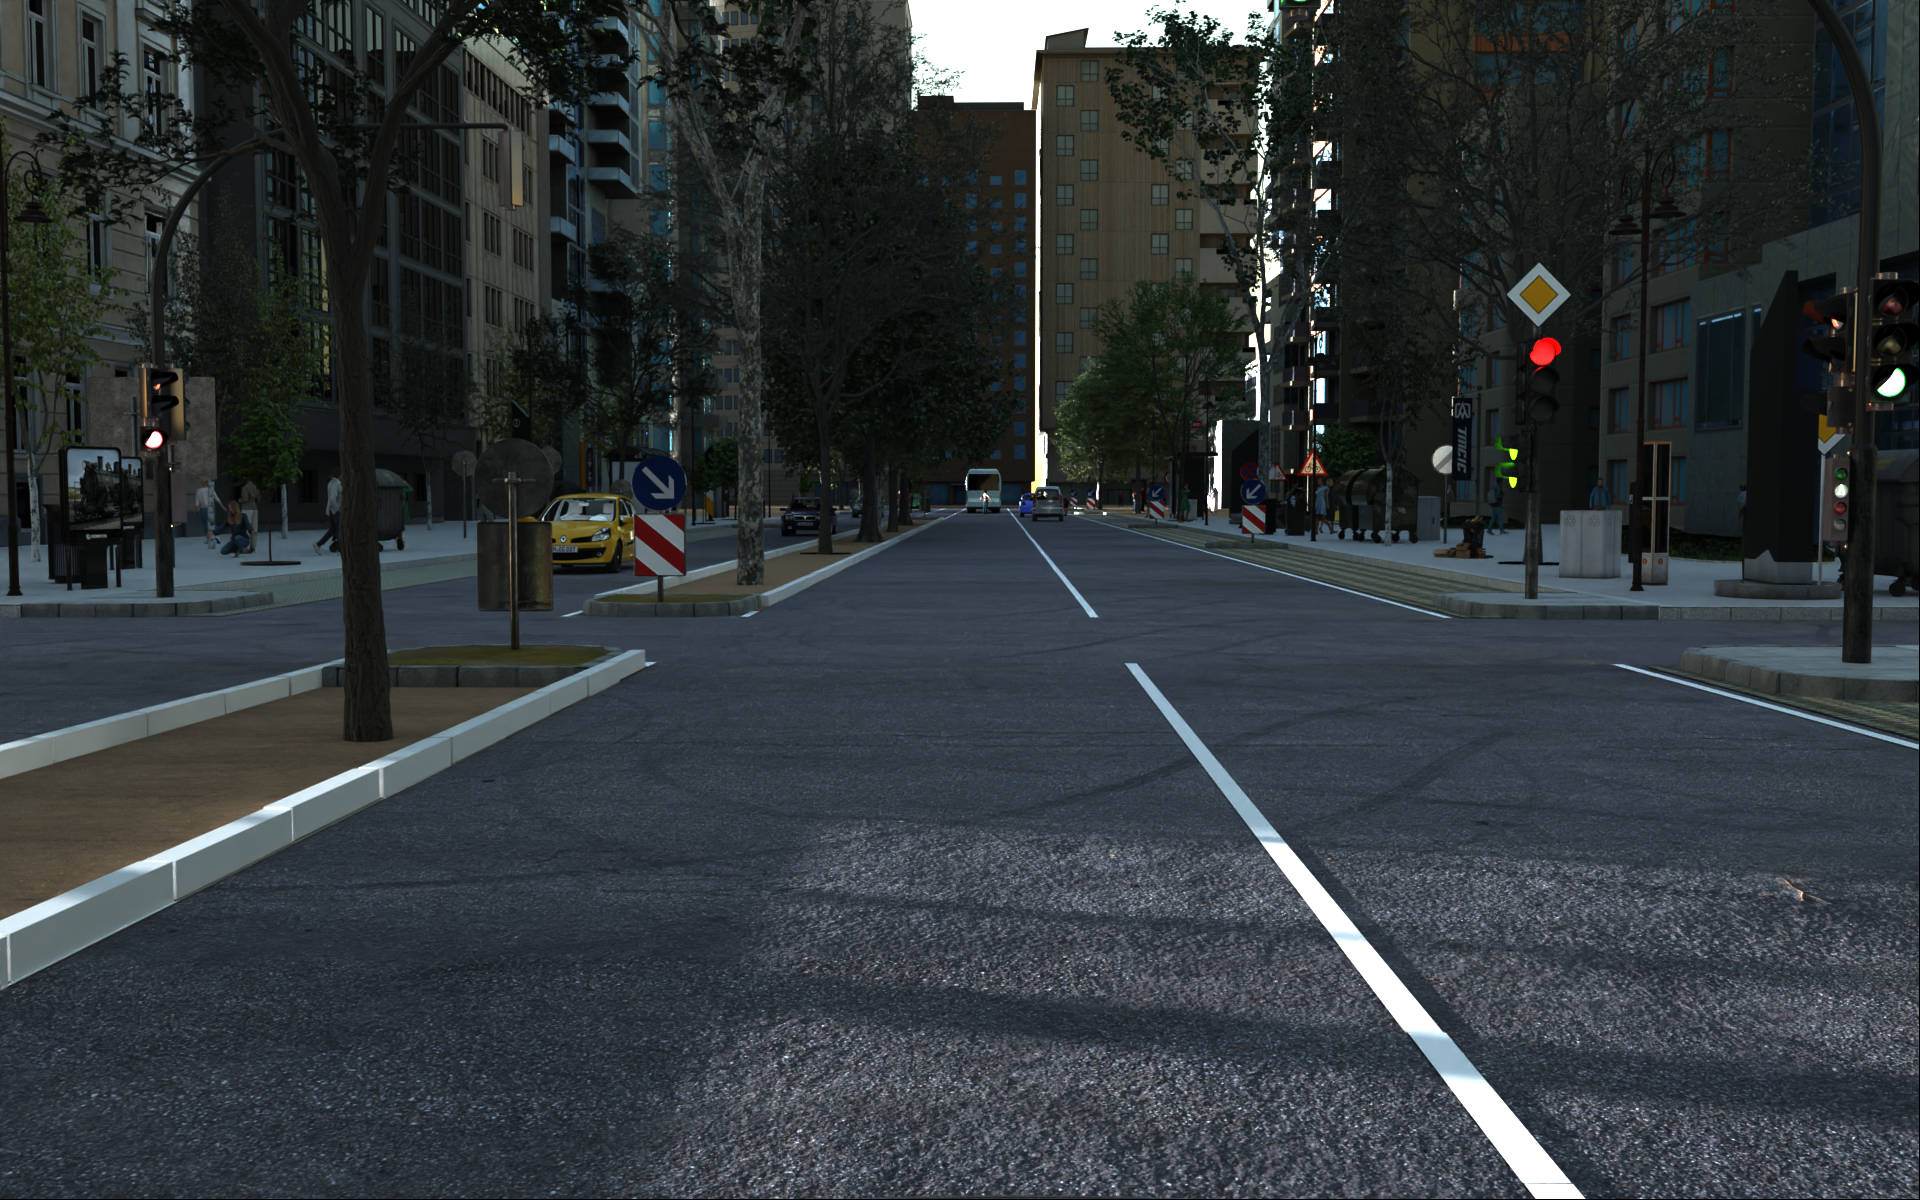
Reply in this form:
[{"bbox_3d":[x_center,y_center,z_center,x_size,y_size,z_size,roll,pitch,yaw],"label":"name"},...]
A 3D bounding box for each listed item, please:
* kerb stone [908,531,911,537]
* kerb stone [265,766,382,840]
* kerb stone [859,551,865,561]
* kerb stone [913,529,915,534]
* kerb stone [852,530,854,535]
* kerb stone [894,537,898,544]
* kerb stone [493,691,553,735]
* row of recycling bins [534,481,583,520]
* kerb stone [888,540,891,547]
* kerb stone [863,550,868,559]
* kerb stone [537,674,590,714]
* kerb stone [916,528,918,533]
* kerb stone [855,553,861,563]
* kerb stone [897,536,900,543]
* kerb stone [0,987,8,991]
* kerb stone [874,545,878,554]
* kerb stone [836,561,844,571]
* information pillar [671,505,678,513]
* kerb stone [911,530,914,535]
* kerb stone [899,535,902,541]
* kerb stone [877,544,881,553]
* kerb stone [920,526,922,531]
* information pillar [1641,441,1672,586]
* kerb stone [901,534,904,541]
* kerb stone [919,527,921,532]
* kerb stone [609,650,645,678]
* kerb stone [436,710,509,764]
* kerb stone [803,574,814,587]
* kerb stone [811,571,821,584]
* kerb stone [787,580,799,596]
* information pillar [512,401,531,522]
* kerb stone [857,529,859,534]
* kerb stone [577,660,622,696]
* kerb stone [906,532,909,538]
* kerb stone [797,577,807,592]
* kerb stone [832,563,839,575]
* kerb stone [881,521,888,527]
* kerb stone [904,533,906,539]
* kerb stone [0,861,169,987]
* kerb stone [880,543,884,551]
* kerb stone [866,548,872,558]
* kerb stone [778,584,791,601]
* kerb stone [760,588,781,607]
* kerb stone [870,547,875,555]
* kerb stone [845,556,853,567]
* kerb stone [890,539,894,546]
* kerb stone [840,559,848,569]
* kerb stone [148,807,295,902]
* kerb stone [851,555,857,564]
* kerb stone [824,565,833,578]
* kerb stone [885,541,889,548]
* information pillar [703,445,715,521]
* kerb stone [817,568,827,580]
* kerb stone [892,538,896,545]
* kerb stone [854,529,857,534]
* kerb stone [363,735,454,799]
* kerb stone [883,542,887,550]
[{"bbox_3d":[-1.772,-2.085,56.292,0.120,0.150,1.000,0,4,1],"label":"kerb stone"},{"bbox_3d":[-2.784,0.893,7.599,0.120,0.150,1.000,0,4,1],"label":"kerb stone"},{"bbox_3d":[-2.178,-0.893,36.797,0.120,0.150,1.000,0,4,1],"label":"kerb stone"},{"bbox_3d":[-1.711,-2.274,59.375,0.120,0.150,1.000,0,4,1],"label":"kerb stone"},{"bbox_3d":[-3.807,-2.274,59.387,0.120,0.150,1.000,0,4,1],"label":"kerb stone"},{"bbox_3d":[-1.912,-1.647,49.116,0.120,0.150,1.000,0,4,1],"label":"kerb stone"},{"bbox_3d":[-2.713,0.705,10.673,0.120,0.150,1.000,0,4,1],"label":"kerb stone"},{"bbox_3d":[-12.944,-2.942,55.211,1.069,1.692,3.534,-2,4,-34],"label":"row of recycling bins"},{"bbox_3d":[-1.984,-1.458,46.037,0.120,0.150,1.000,0,4,1],"label":"kerb stone"},{"bbox_3d":[-2.152,-0.956,37.820,0.120,0.150,1.000,0,4,1],"label":"kerb stone"},{"bbox_3d":[-2.696,0.642,11.696,0.120,0.150,1.000,0,4,1],"label":"kerb stone"},{"bbox_3d":[-1.662,-2.397,61.419,0.120,0.150,1.000,0,4,1],"label":"kerb stone"},{"bbox_3d":[-2.190,-0.831,35.775,0.120,0.150,1.000,0,4,1],"label":"kerb stone"},{"bbox_3d":[-1.892,-1.709,50.138,0.120,0.150,1.000,0,4,1],"label":"kerb stone"},{"bbox_3d":[-2.835,1.080,4.530,0.120,0.150,1.000,0,4,1],"label":"kerb stone"},{"bbox_3d":[-2.088,-1.143,40.915,0.120,0.150,1.000,0,4,1],"label":"kerb stone"},{"bbox_3d":[-2.279,-0.575,31.677,0.120,0.150,1.000,0,4,1],"label":"kerb stone"},{"bbox_3d":[-14.225,-5.001,86.256,0.304,2.012,0.304,0,4,-4],"label":"information pillar"},{"bbox_3d":[-1.727,-2.210,58.345,0.120,0.150,1.000,0,4,1],"label":"kerb stone"},{"bbox_3d":[-1.876,-1.772,51.160,0.120,0.150,1.000,0,4,1],"label":"kerb stone"},{"bbox_3d":[-2.061,-1.208,41.943,0.120,0.150,1.000,0,4,1],"label":"kerb stone"},{"bbox_3d":[-1.599,-2.580,64.497,0.120,0.150,1.000,0,4,1],"label":"kerb stone"},{"bbox_3d":[9.770,-1.217,24.385,0.304,2.012,0.304,-1,4,-23],"label":"information pillar"},{"bbox_3d":[-1.861,-1.835,52.194,0.120,0.150,1.000,0,4,1],"label":"kerb stone"},{"bbox_3d":[-1.618,-2.520,63.474,0.120,0.150,1.000,0,4,1],"label":"kerb stone"},{"bbox_3d":[-2.662,0.516,13.763,0.120,0.150,1.000,0,4,1],"label":"kerb stone"},{"bbox_3d":[-2.729,0.767,9.651,0.120,0.150,1.000,0,4,1],"label":"kerb stone"},{"bbox_3d":[-2.385,-0.267,26.557,0.120,0.150,1.000,0,4,1],"label":"kerb stone"},{"bbox_3d":[-2.368,-0.322,27.580,0.120,0.150,1.000,0,4,1],"label":"kerb stone"},{"bbox_3d":[-2.425,-0.141,24.507,0.120,0.150,1.000,0,4,1],"label":"kerb stone"},{"bbox_3d":[-11.023,-3.188,43.486,0.504,3.616,0.183,2,4,24],"label":"information pillar"},{"bbox_3d":[-3.763,-2.400,61.438,0.120,0.150,1.000,0,4,1],"label":"kerb stone"},{"bbox_3d":[-2.669,0.579,12.724,0.120,0.150,1.000,0,4,1],"label":"kerb stone"},{"bbox_3d":[-1.792,-2.023,55.270,0.120,0.150,1.000,0,4,1],"label":"kerb stone"},{"bbox_3d":[-2.403,-0.204,25.535,0.120,0.150,1.000,0,4,1],"label":"kerb stone"},{"bbox_3d":[-2.299,-0.517,30.655,0.120,0.150,1.000,0,4,1],"label":"kerb stone"},{"bbox_3d":[-3.400,-3.463,78.842,0.120,0.150,1.000,0,4,1],"label":"kerb stone"},{"bbox_3d":[-1.829,-1.897,53.215,0.120,0.150,1.000,0,4,1],"label":"kerb stone"},{"bbox_3d":[-2.819,1.018,5.552,0.120,0.150,1.000,0,4,1],"label":"kerb stone"},{"bbox_3d":[-2.050,-1.267,42.965,0.120,0.150,1.000,0,4,1],"label":"kerb stone"},{"bbox_3d":[-2.132,-1.018,38.842,0.120,0.150,1.000,0,4,1],"label":"kerb stone"},{"bbox_3d":[-2.448,-0.076,23.485,0.120,0.150,1.000,0,4,1],"label":"kerb stone"},{"bbox_3d":[-2.475,-0.016,22.459,0.120,0.150,1.000,0,4,1],"label":"kerb stone"},{"bbox_3d":[-2.114,-1.082,39.887,0.120,0.150,1.000,0,4,1],"label":"kerb stone"},{"bbox_3d":[-2.243,-0.705,33.722,0.120,0.150,1.000,0,4,1],"label":"kerb stone"},{"bbox_3d":[-1.959,-1.521,47.063,0.120,0.150,1.000,0,4,1],"label":"kerb stone"},{"bbox_3d":[-2.265,-0.637,32.700,0.120,0.150,1.000,0,4,1],"label":"kerb stone"},{"bbox_3d":[-2.798,0.959,6.574,0.120,0.150,1.000,0,4,1],"label":"kerb stone"},{"bbox_3d":[-2.221,-0.765,34.751,0.120,0.150,1.000,0,4,1],"label":"kerb stone"},{"bbox_3d":[-2.319,-0.455,29.628,0.120,0.150,1.000,0,4,1],"label":"kerb stone"},{"bbox_3d":[-2.003,-1.396,45.014,0.120,0.150,1.000,0,4,1],"label":"kerb stone"},{"bbox_3d":[-11.882,-5.536,81.867,0.504,3.616,0.183,-2,4,-34],"label":"information pillar"},{"bbox_3d":[-2.348,-0.392,28.602,0.120,0.150,1.000,0,4,1],"label":"kerb stone"},{"bbox_3d":[-1.941,-1.582,48.094,0.120,0.150,1.000,0,4,1],"label":"kerb stone"},{"bbox_3d":[-3.787,-2.338,60.414,0.120,0.150,1.000,0,4,1],"label":"kerb stone"},{"bbox_3d":[-2.751,0.830,8.621,0.120,0.150,1.000,0,4,1],"label":"kerb stone"},{"bbox_3d":[-2.018,-1.333,43.987,0.120,0.150,1.000,0,4,1],"label":"kerb stone"}]
